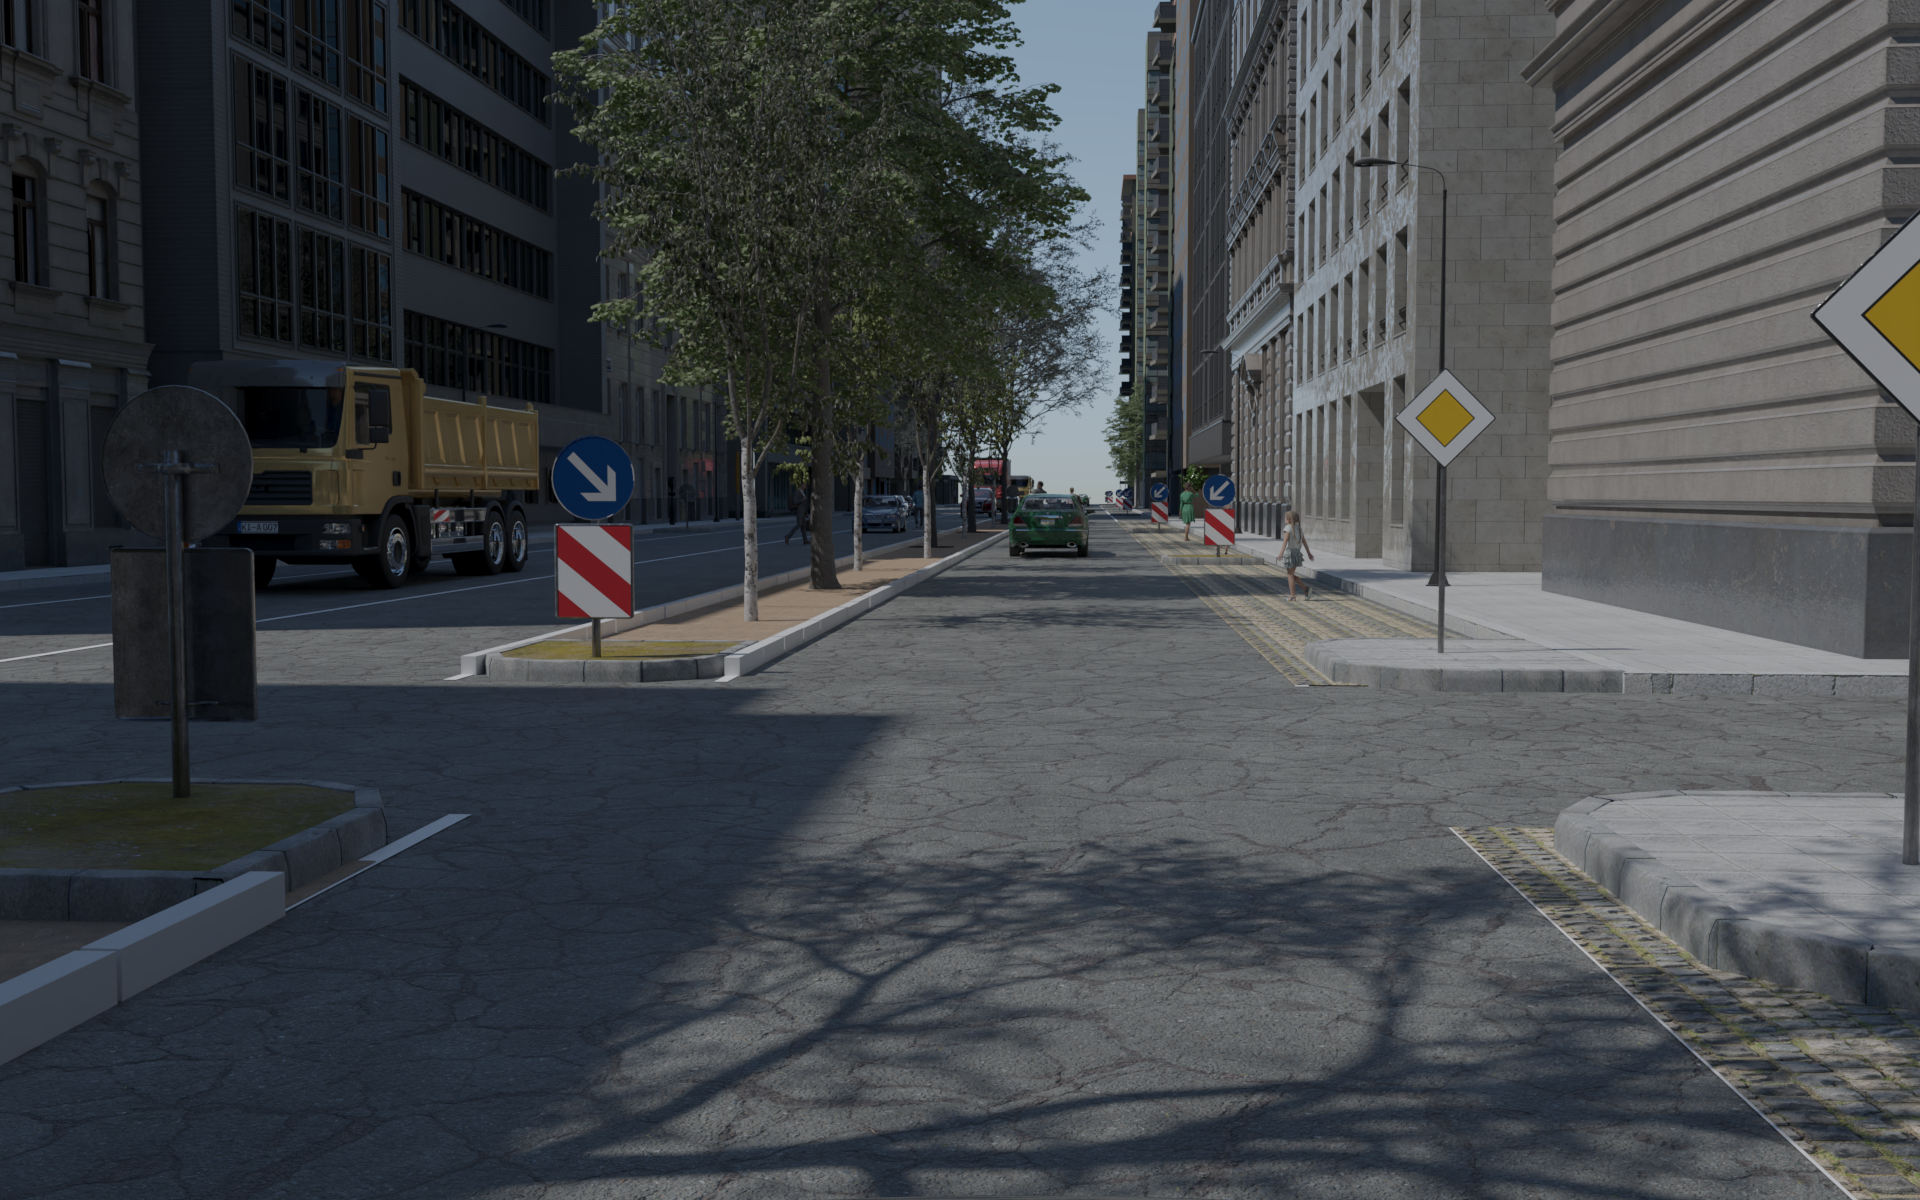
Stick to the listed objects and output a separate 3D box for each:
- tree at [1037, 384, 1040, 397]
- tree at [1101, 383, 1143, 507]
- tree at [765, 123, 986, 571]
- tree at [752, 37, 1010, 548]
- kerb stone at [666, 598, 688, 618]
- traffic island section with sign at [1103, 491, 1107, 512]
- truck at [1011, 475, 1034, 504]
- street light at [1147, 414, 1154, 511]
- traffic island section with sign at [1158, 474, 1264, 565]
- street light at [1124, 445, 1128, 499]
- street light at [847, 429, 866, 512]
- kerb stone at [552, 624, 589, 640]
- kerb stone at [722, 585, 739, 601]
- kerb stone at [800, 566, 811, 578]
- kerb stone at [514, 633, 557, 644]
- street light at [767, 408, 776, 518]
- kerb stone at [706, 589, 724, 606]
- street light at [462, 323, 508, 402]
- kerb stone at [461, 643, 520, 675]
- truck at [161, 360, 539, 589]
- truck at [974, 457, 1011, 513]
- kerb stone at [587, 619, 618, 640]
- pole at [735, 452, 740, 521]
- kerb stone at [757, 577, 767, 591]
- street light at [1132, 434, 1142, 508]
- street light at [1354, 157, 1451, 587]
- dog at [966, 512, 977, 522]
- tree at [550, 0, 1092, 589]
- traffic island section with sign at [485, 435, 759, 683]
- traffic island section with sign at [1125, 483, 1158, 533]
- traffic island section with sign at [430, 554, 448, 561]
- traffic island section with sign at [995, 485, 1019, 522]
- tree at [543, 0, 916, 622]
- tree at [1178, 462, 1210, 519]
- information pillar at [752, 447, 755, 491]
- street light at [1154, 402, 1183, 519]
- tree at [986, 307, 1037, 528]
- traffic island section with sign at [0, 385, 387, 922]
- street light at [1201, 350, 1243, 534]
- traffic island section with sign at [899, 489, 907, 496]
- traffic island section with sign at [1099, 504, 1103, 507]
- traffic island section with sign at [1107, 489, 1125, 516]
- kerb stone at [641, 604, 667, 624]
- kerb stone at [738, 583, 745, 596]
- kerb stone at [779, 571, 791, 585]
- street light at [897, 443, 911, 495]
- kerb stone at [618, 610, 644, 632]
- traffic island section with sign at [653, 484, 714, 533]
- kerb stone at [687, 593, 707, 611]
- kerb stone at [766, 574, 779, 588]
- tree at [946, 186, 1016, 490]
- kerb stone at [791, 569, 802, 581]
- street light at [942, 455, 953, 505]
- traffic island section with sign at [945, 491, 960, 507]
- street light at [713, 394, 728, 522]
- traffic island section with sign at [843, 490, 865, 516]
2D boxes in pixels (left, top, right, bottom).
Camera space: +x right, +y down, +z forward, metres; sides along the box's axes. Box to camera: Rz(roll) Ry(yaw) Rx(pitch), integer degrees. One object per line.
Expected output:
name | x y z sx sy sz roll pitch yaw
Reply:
tree | 1.368 -7.305 72.248 4.737 8.622 4.395 0 3 0
tree | 18.142 -15.753 175.692 7.486 12.596 7.792 0 3 0
tree | -1.909 -4.848 32.086 4.737 8.622 4.395 0 3 0
tree | -0.787 -8.134 45.820 12.009 13.543 11.850 0 3 0
kerb stone | -3.395 0.115 20.353 0.120 0.150 1.000 0 4 4
traffic island section with sign | 12.812 -8.063 140.450 1.989 1.847 2.006 0 4 4
truck | 6.194 -11.318 180.974 3.469 3.379 9.791 0 4 5
street light | 11.618 -7.849 100.880 1.470 5.913 1.316 0 4 4
traffic island section with sign | 5.158 -1.649 35.582 1.989 1.847 2.006 0 4 4
street light | 16.316 -11.775 165.069 1.470 5.913 1.316 0 4 4
street light | -7.439 -9.280 124.273 1.470 5.913 1.316 0 4 4
kerb stone | -3.704 0.364 16.242 0.120 0.150 1.000 0 4 4
kerb stone | -3.177 -0.075 23.428 0.120 0.150 1.000 0 4 4
kerb stone | -2.724 -0.451 29.573 0.120 0.150 1.000 0 4 4
kerb stone | -3.773 0.427 15.221 0.120 0.150 1.000 0 4 4
street light | -9.688 -7.293 91.782 1.470 5.913 1.316 0 4 4
kerb stone | -3.253 -0.011 22.409 0.120 0.150 1.000 0 4 4
street light | -13.006 -4.574 47.332 1.470 5.913 1.316 0 4 4
kerb stone | -3.852 0.489 14.198 0.120 0.150 1.000 0 4 4
truck | -9.571 -1.977 28.244 3.469 3.379 9.791 0 4 4
truck | 2.461 -8.923 134.801 2.839 4.237 11.283 0 4 5
kerb stone | -3.631 0.301 17.270 0.120 0.150 1.000 0 4 4
pole | -10.732 -5.486 83.545 0.158 3.312 0.155 0 3 0
kerb stone | -3.022 -0.201 25.478 0.120 0.150 1.000 0 4 4
street light | 14.132 -9.828 133.225 1.470 5.913 1.316 0 4 4
street light | 6.134 -3.149 24.033 1.470 5.913 1.316 0 4 4
dog | 0.565 -4.274 89.165 0.406 0.507 0.540 3 5 39
tree | -1.980 -6.402 25.249 7.486 12.596 7.792 0 3 0
traffic island section with sign | -2.804 -0.366 14.128 2.006 1.907 1.989 0 4 4
traffic island section with sign | 7.200 -3.370 63.728 1.989 1.847 2.006 0 4 4
traffic island section with sign | -12.305 -1.779 37.717 1.989 1.847 2.006 0 4 4
traffic island section with sign | 2.664 -4.950 89.068 2.006 1.907 1.989 0 4 4
tree | -2.340 -4.042 18.906 4.360 8.622 3.978 0 3 0
tree | 12.155 -5.881 90.760 1.663 3.219 1.824 0 3 0
information pillar | -10.310 -5.811 86.360 0.183 3.616 0.504 0 4 0
street light | 10.709 -7.042 87.673 1.470 5.913 1.316 0 4 4
tree | 0.113 -6.266 55.277 4.737 8.622 4.395 0 3 0
traffic island section with sign | -3.353 0.085 6.741 2.006 1.907 1.989 0 4 4
street light | 8.438 -5.095 55.852 1.470 5.913 1.316 0 4 4
traffic island section with sign | -4.684 -8.155 141.964 1.989 1.847 2.006 0 4 4
traffic island section with sign | 16.874 -11.455 195.910 1.989 1.847 2.006 0 4 4
traffic island section with sign | 10.848 -6.415 113.521 1.989 1.847 2.006 0 4 4
kerb stone | -3.481 0.175 19.329 0.120 0.150 1.000 0 4 4
kerb stone | -3.101 -0.138 24.452 0.120 0.150 1.000 0 4 4
kerb stone | -2.877 -0.326 27.535 0.120 0.150 1.000 0 4 4
street light | -5.079 -11.249 156.459 1.470 5.913 1.316 0 4 4
kerb stone | -3.554 0.238 18.306 0.120 0.150 1.000 0 4 4
traffic island section with sign | -10.305 -3.449 65.012 1.989 1.847 2.006 0 4 4
kerb stone | -3.320 0.050 21.382 0.120 0.150 1.000 0 4 4
kerb stone | -2.958 -0.264 26.506 0.120 0.150 1.000 0 4 4
tree | -0.715 -5.190 37.673 4.360 8.622 3.978 0 3 0
kerb stone | -2.795 -0.389 28.553 0.120 0.150 1.000 0 4 4
street light | -1.447 -14.332 206.874 1.470 5.913 1.316 0 4 4
traffic island section with sign | -0.652 -11.533 197.184 1.989 1.847 2.006 0 4 4
street light | -10.618 -6.520 79.145 1.470 5.913 1.316 0 4 4
traffic island section with sign | -6.658 -6.511 115.080 1.989 1.847 2.006 0 4 4
